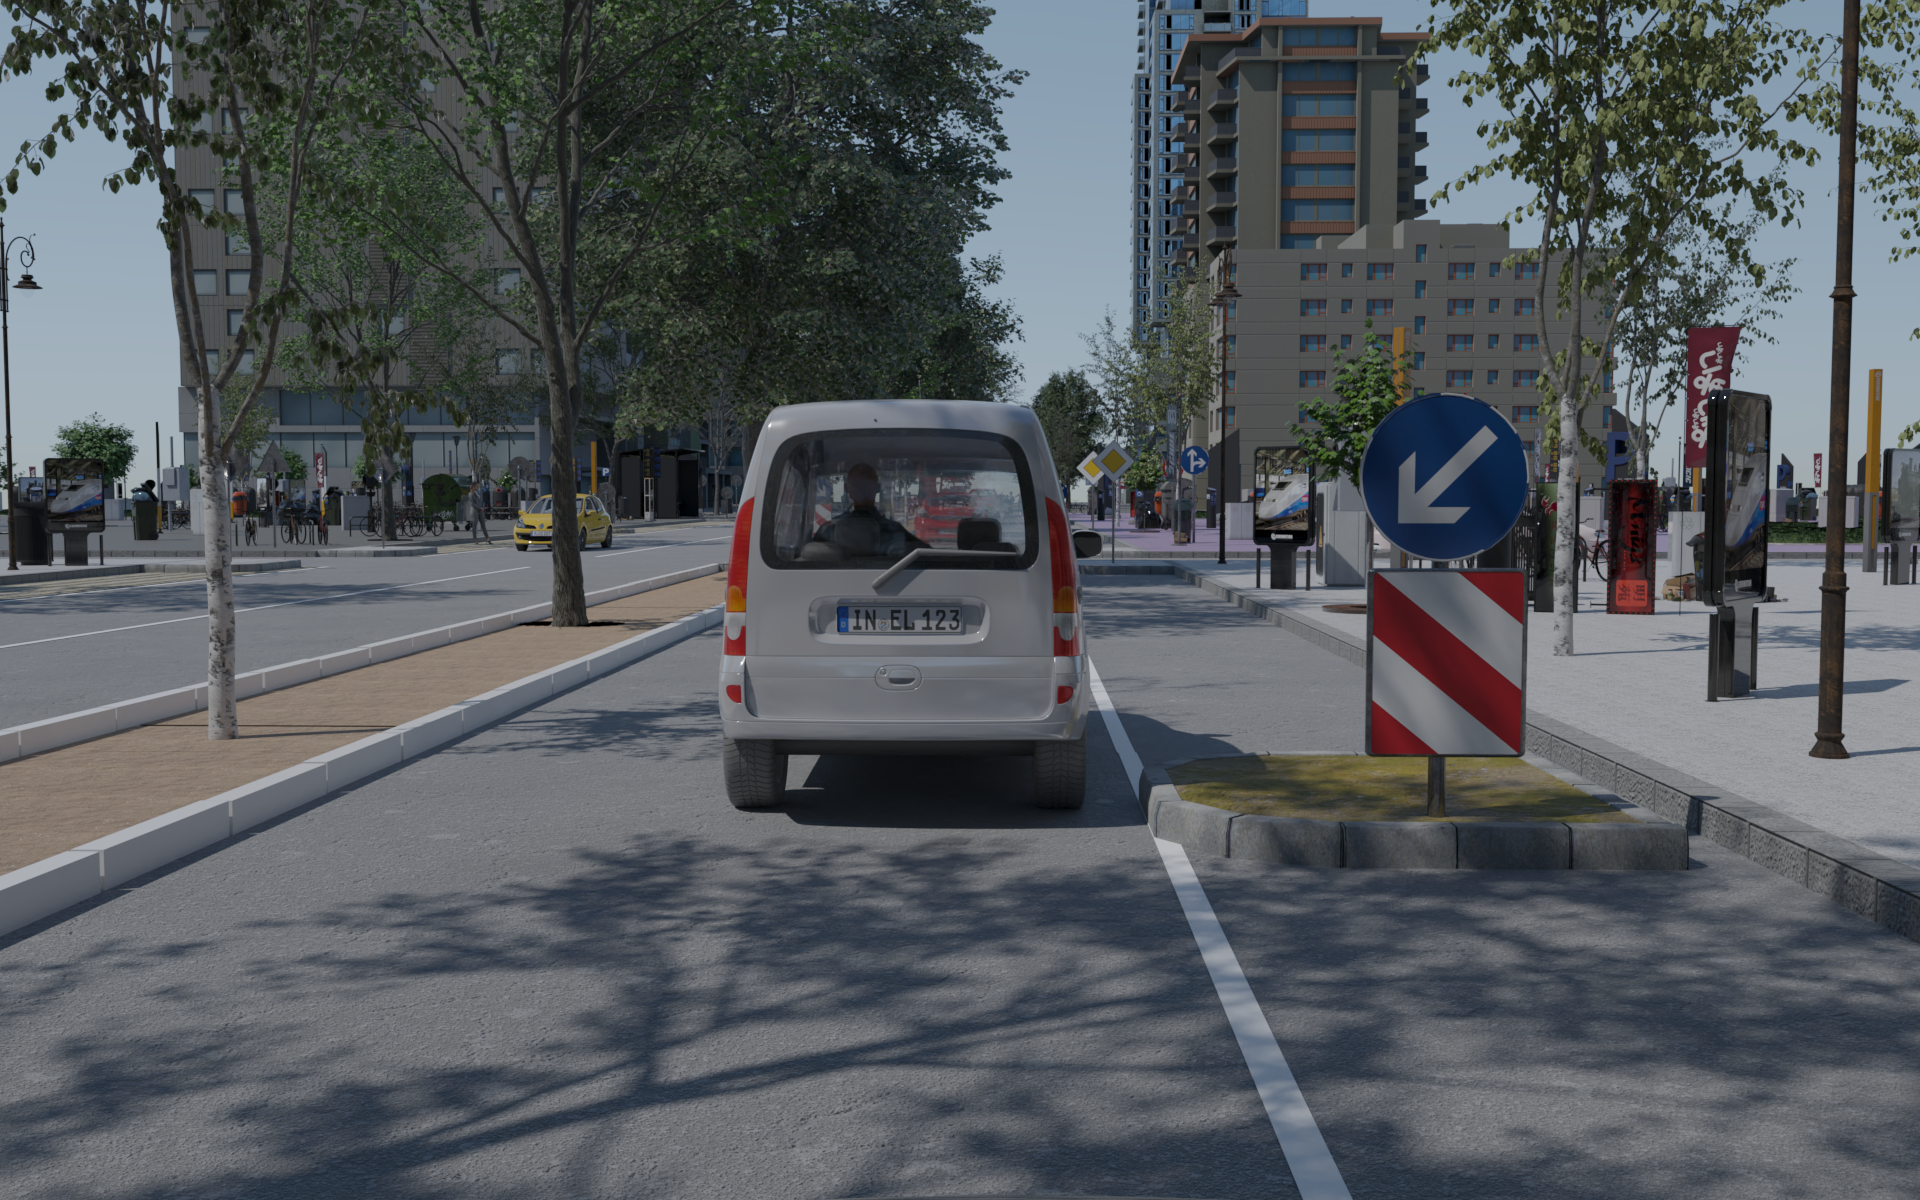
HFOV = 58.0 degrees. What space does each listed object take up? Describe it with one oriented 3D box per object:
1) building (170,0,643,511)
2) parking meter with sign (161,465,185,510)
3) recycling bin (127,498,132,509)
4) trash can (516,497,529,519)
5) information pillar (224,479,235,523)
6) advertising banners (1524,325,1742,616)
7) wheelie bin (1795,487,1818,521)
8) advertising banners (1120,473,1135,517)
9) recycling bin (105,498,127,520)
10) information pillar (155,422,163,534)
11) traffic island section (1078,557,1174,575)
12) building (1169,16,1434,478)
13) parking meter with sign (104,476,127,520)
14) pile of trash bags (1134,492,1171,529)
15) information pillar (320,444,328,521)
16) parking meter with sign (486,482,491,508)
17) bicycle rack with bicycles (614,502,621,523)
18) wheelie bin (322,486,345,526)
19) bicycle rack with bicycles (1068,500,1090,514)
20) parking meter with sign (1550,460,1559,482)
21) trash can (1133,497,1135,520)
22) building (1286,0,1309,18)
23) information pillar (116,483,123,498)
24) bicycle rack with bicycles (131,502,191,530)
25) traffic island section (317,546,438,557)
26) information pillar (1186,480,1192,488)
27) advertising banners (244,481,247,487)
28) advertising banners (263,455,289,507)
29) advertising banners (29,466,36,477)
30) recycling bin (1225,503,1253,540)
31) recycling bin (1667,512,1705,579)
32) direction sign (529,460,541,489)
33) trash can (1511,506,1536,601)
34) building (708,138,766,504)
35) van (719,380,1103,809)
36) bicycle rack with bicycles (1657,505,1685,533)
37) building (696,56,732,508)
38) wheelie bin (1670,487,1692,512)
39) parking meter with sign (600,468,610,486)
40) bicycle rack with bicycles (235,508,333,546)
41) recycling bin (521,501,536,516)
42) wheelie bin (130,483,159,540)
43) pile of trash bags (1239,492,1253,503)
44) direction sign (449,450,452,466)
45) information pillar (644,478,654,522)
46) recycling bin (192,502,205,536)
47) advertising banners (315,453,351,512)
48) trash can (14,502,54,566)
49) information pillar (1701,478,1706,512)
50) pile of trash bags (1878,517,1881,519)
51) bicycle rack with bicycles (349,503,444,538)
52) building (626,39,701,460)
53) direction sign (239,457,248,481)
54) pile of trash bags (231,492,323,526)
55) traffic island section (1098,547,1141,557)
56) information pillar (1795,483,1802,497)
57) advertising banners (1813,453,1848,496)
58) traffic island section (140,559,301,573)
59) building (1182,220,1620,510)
[{"bbox_3d":[-39.460,-33.053,129.662,28.713,52.752,27.495,0,4,2],"label":"building"},{"bbox_3d":[-47.149,-6.542,103.218,1.738,3.016,0.543,0,4,-3],"label":"parking meter with sign"},{"bbox_3d":[-47.994,-5.327,99.658,0.722,1.027,0.722,2,4,30],"label":"recycling bin"},{"bbox_3d":[-18.281,-3.741,72.822,0.748,1.137,0.748,0,3,0],"label":"trash can"},{"bbox_3d":[-32.477,-5.227,76.813,0.504,3.616,0.183,0,4,7],"label":"information pillar"},{"bbox_3d":[7.104,-1.355,18.343,2.074,3.025,0.090,1,4,23],"label":"advertising banners"},{"bbox_3d":[42.997,-4.905,88.102,0.693,1.594,0.980,-3,5,-43],"label":"wheelie bin"},{"bbox_3d":[9.725,-6.115,96.166,2.074,3.025,0.090,1,4,20],"label":"advertising banners"},{"bbox_3d":[-41.231,-4.396,84.430,0.722,1.027,0.722,-1,4,-9],"label":"recycling bin"},{"bbox_3d":[-26.014,-3.968,56.227,0.183,3.616,0.504,-1,4,-22],"label":"information pillar"},{"bbox_3d":[2.871,-0.610,32.248,2.009,0.180,2.903,0,4,2],"label":"traffic island section"},{"bbox_3d":[31.537,-31.198,164.705,22.147,44.769,28.867,0,4,2],"label":"building"},{"bbox_3d":[-42.393,-5.491,86.043,1.738,3.016,0.543,-2,4,-29],"label":"parking meter with sign"},{"bbox_3d":[7.559,-3.414,65.574,1.912,1.369,3.447,0,4,5],"label":"pile of trash bags"},{"bbox_3d":[-29.471,-5.440,80.298,0.504,3.616,0.183,3,5,44],"label":"information pillar"},{"bbox_3d":[-29.295,-6.758,106.753,0.543,3.016,1.738,-2,4,-30],"label":"parking meter with sign"},{"bbox_3d":[-16.382,-3.923,77.528,2.852,0.926,2.925,0,4,-1],"label":"bicycle rack with bicycles"},{"bbox_3d":[-25.532,-3.842,70.729,0.693,1.594,0.980,1,4,13],"label":"wheelie bin"},{"bbox_3d":[8.290,-6.027,111.925,2.852,0.926,2.925,3,4,38],"label":"bicycle rack with bicycles"},{"bbox_3d":[30.480,-5.654,88.701,0.543,3.016,1.738,1,4,13],"label":"parking meter with sign"},{"bbox_3d":[8.395,-4.204,80.385,0.748,1.137,0.748,0,3,0],"label":"trash can"},{"bbox_3d":[33.292,-55.779,224.658,22.319,86.520,31.000,0,4,2],"label":"building"},{"bbox_3d":[-55.545,-6.727,114.475,0.304,2.012,0.304,-3,5,-44],"label":"information pillar"},{"bbox_3d":[-28.247,-3.012,62.622,2.925,0.926,2.852,-3,5,-42],"label":"bicycle rack with bicycles"},{"bbox_3d":[-13.575,-1.128,40.728,2.009,0.180,2.903,0,4,2],"label":"traffic island section"},{"bbox_3d":[11.553,-5.099,87.853,0.304,2.012,0.304,2,4,27],"label":"information pillar"},{"bbox_3d":[-47.960,-7.274,115.114,2.074,3.025,0.090,2,4,30],"label":"advertising banners"},{"bbox_3d":[-30.727,-4.996,77.877,0.090,3.025,2.074,1,4,9],"label":"advertising banners"},{"bbox_3d":[-57.735,-6.906,109.097,2.074,3.025,0.090,1,4,13],"label":"advertising banners"},{"bbox_3d":[7.875,-2.214,48.753,0.722,1.027,0.722,0,4,1],"label":"recycling bin"},{"bbox_3d":[10.394,-0.725,24.409,0.722,1.027,0.722,1,4,17],"label":"recycling bin"},{"bbox_3d":[-28.262,-7.536,115.203,0.876,3.537,0.379,1,4,13],"label":"direction sign"},{"bbox_3d":[6.797,-0.572,21.004,0.748,1.137,0.748,0,3,0],"label":"trash can"},{"bbox_3d":[-33.093,-37.076,225.797,23.786,49.044,30.456,0,4,2],"label":"building"},{"bbox_3d":[-0.209,-0.138,9.269,2.013,2.044,4.112,0,4,1],"label":"van"},{"bbox_3d":[23.391,-2.764,58.577,2.925,0.926,2.852,0,4,-8],"label":"bicycle rack with bicycles"},{"bbox_3d":[-33.273,-44.637,168.069,20.563,71.187,20.611,0,4,2],"label":"building"},{"bbox_3d":[31.739,-4.168,76.051,0.980,1.594,0.693,0,4,-4],"label":"wheelie bin"},{"bbox_3d":[-23.504,-7.217,114.252,0.543,3.016,1.738,0,4,-1],"label":"parking meter with sign"},{"bbox_3d":[-17.252,-1.868,43.918,2.852,0.926,2.925,-1,4,-22],"label":"bicycle rack with bicycles"},{"bbox_3d":[-15.892,-3.159,64.199,0.722,1.027,0.722,-2,4,-32],"label":"recycling bin"},{"bbox_3d":[-22.662,-2.460,48.129,0.693,1.594,0.980,-3,4,-36],"label":"wheelie bin"},{"bbox_3d":[10.734,-3.149,61.243,1.912,1.369,3.447,0,4,-4],"label":"pile of trash bags"},{"bbox_3d":[-26.454,-5.992,89.966,0.379,3.537,0.876,-1,4,-23],"label":"direction sign"},{"bbox_3d":[-14.290,-4.593,79.584,0.304,2.012,0.304,2,4,23],"label":"information pillar"},{"bbox_3d":[-23.301,-2.521,53.781,0.722,1.027,0.722,2,4,27],"label":"recycling bin"},{"bbox_3d":[-26.454,-4.702,73.063,2.074,3.025,0.090,2,4,28],"label":"advertising banners"},{"bbox_3d":[-16.718,-1.199,31.265,0.748,1.137,0.748,0,3,0],"label":"trash can"},{"bbox_3d":[33.709,-4.541,78.734,0.304,2.012,0.304,0,4,-5],"label":"information pillar"},{"bbox_3d":[54.844,-5.527,100.125,3.447,1.369,1.912,-1,4,-9],"label":"pile of trash bags"},{"bbox_3d":[-16.875,-2.372,52.156,2.852,0.926,2.925,3,5,42],"label":"bicycle rack with bicycles"},{"bbox_3d":[-30.898,-28.582,150.914,14.154,41.232,14.086,0,4,2],"label":"building"},{"bbox_3d":[-43.361,-6.903,104.863,0.876,3.537,0.379,2,4,31],"label":"direction sign"},{"bbox_3d":[-27.896,-3.718,70.536,3.447,1.369,1.912,-3,5,-45],"label":"pile of trash bags"},{"bbox_3d":[3.109,-1.098,40.230,2.009,0.180,2.903,0,4,2],"label":"traffic island section"},{"bbox_3d":[53.747,-6.515,111.010,0.304,2.012,0.304,0,4,-2],"label":"information pillar"},{"bbox_3d":[36.733,-4.708,73.155,0.090,3.025,2.074,-1,4,-13],"label":"advertising banners"},{"bbox_3d":[-13.813,-0.640,32.747,2.009,0.180,2.903,0,4,2],"label":"traffic island section"},{"bbox_3d":[32.847,-17.828,136.534,27.650,21.520,28.899,0,4,2],"label":"building"}]
